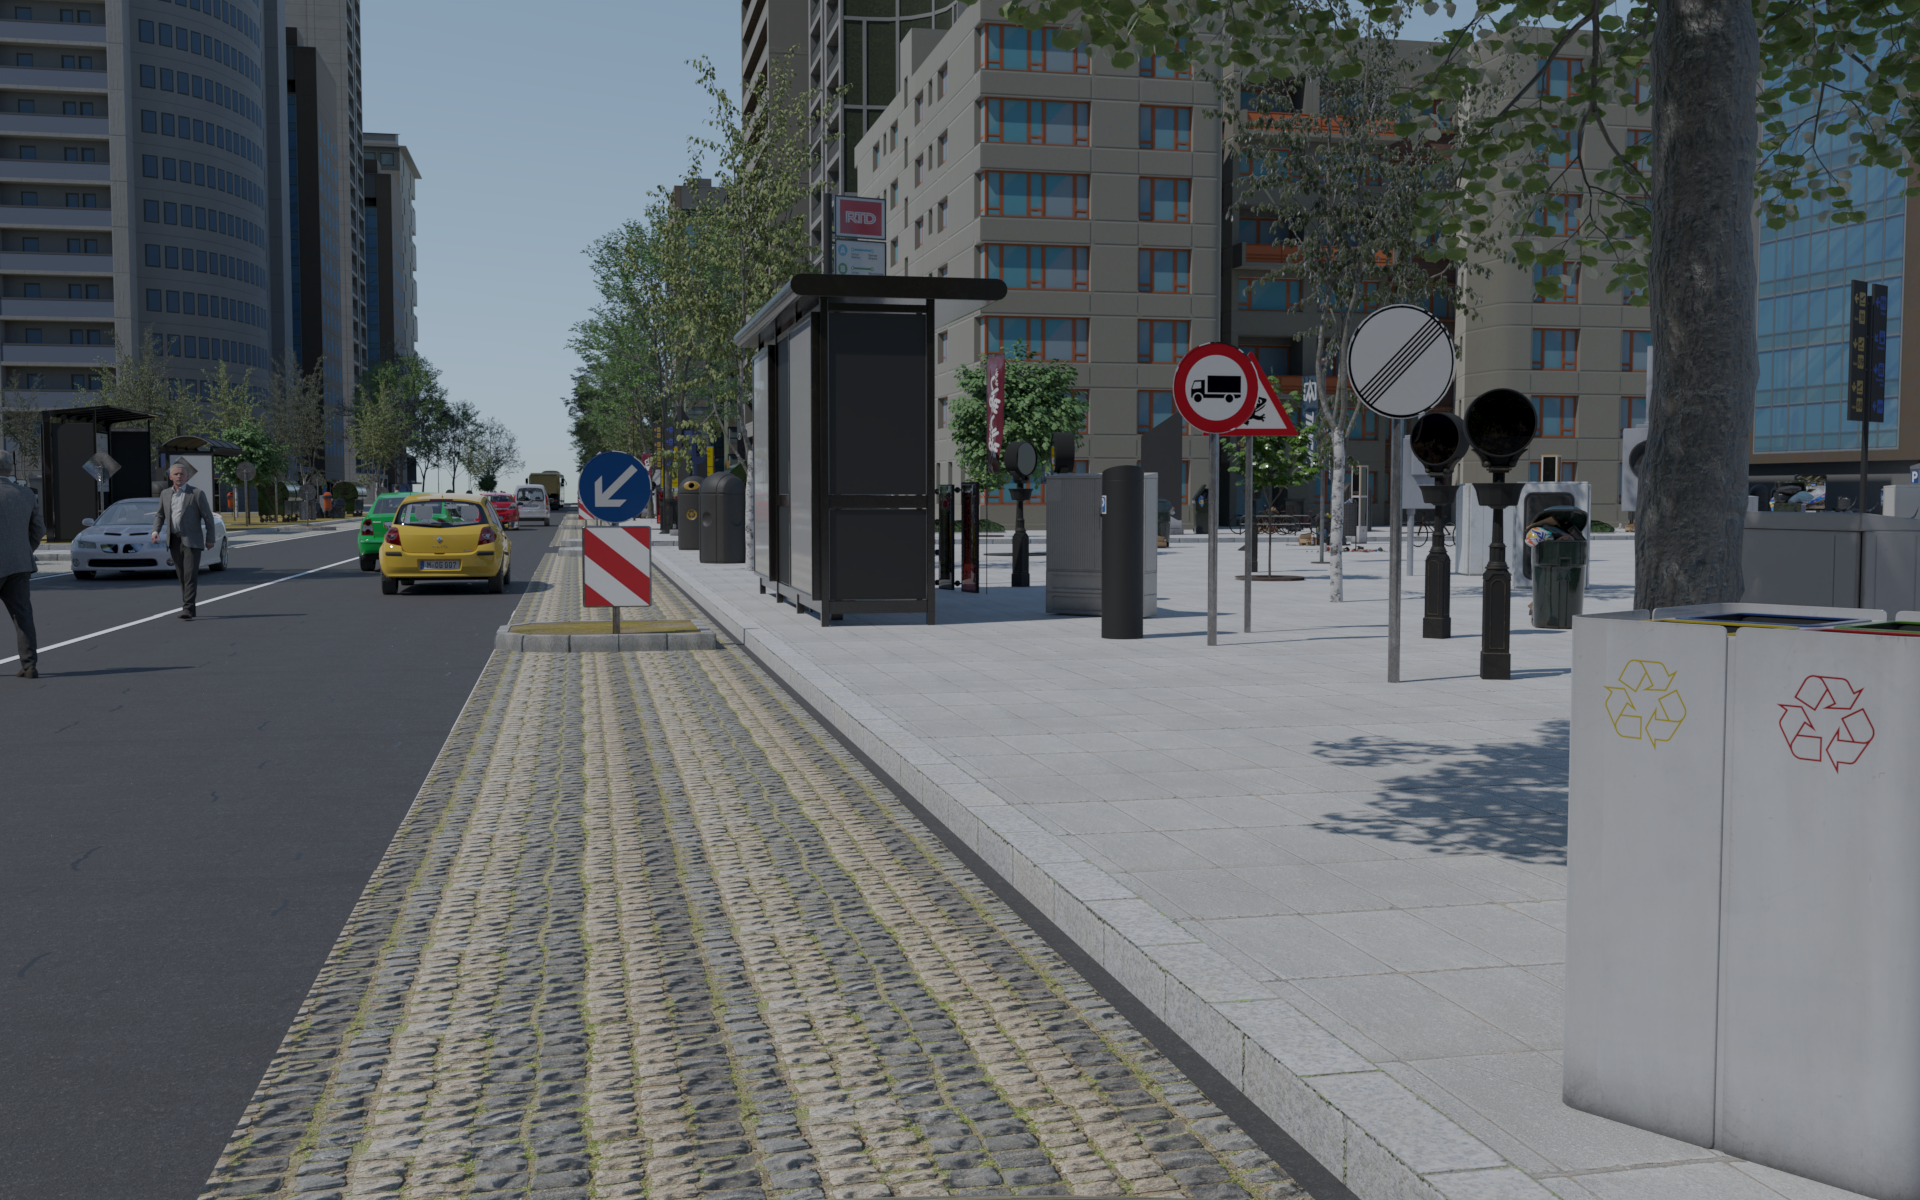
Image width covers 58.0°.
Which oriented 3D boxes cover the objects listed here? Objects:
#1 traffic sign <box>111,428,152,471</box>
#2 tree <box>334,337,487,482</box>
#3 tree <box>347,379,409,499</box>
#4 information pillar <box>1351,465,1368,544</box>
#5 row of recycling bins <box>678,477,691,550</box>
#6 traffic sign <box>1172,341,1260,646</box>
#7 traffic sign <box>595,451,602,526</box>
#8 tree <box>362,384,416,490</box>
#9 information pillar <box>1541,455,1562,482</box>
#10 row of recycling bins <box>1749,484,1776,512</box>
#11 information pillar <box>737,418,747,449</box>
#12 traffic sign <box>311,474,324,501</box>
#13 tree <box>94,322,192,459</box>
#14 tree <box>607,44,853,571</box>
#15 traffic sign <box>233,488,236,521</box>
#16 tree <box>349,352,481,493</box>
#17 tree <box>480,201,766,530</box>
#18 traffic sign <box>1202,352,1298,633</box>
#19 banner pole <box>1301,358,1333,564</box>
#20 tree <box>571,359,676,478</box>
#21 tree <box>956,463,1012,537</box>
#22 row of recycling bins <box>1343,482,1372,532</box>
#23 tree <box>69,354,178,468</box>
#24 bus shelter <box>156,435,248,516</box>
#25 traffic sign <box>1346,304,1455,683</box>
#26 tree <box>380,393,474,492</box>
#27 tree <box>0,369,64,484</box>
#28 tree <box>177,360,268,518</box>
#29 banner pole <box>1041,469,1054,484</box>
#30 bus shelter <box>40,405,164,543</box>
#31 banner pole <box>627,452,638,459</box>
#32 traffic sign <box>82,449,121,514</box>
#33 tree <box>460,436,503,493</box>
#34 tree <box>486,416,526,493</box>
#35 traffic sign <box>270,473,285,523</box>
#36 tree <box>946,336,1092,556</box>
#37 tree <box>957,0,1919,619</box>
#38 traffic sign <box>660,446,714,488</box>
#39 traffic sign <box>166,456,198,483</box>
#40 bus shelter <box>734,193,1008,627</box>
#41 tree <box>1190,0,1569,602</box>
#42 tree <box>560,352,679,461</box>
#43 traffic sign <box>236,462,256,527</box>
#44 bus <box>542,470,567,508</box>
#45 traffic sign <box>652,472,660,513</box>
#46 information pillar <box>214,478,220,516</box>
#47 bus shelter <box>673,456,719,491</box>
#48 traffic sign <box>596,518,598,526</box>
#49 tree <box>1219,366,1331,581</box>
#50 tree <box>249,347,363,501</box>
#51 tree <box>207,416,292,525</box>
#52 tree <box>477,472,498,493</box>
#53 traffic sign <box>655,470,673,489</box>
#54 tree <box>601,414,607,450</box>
[{"bbox_3d":[-25.981,-3.626,53.151,2.265,3.308,0.079,0,4,-4],"label":"traffic sign"},{"bbox_3d":[-44.111,-13.808,136.129,12.009,13.543,11.850,0,3,0],"label":"tree"},{"bbox_3d":[-37.424,-9.823,110.966,4.737,8.622,4.395,0,3,0],"label":"tree"},{"bbox_3d":[10.290,-2.454,44.612,0.304,2.012,0.304,-2,4,-35],"label":"information pillar"},{"bbox_3d":[-4.948,-1.957,39.111,3.534,1.692,1.069,2,4,33],"label":"row of recycling bins"},{"bbox_3d":[2.134,-0.885,14.583,0.768,2.556,0.104,-1,4,-12],"label":"traffic sign"},{"bbox_3d":[-8.432,-2.262,40.632,0.795,2.450,0.064,-1,4,-12],"label":"traffic sign"},{"bbox_3d":[-38.780,-10.151,116.326,4.360,8.622,3.978,0,3,0],"label":"tree"},{"bbox_3d":[11.114,-1.719,32.602,0.304,2.012,0.304,2,4,32],"label":"information pillar"},{"bbox_3d":[46.149,-5.567,98.127,1.069,1.692,3.534,-1,4,-13],"label":"row of recycling bins"},{"bbox_3d":[-6.715,-3.796,53.419,0.183,3.616,0.504,-3,4,-38],"label":"information pillar"},{"bbox_3d":[-40.057,-6.602,108.044,0.768,2.556,0.104,0,4,-8],"label":"traffic sign"},{"bbox_3d":[-35.384,-7.603,74.666,4.360,8.622,3.978,0,3,0],"label":"tree"},{"bbox_3d":[-3.579,-4.798,28.815,4.737,8.622,4.395,0,3,0],"label":"tree"},{"bbox_3d":[-34.466,-5.023,82.229,0.768,2.556,0.104,0,4,-8],"label":"traffic sign"},{"bbox_3d":[-40.691,-12.259,126.187,9.928,11.665,9.643,0,3,0],"label":"tree"},{"bbox_3d":[-10.415,-8.319,61.772,9.928,11.665,9.643,0,3,0],"label":"tree"},{"bbox_3d":[2.659,-0.975,15.951,0.884,2.594,0.081,0,4,-4],"label":"traffic sign"},{"bbox_3d":[6.580,-2.575,32.115,0.401,3.779,0.863,-2,4,-28],"label":"banner pole"},{"bbox_3d":[-22.430,-11.077,115.523,7.601,10.594,8.767,0,4,-3],"label":"tree"},{"bbox_3d":[0.854,-3.498,51.787,1.663,3.219,1.824,0,3,0],"label":"tree"},{"bbox_3d":[13.594,-3.247,60.197,1.069,1.692,3.534,0,4,4],"label":"row of recycling bins"},{"bbox_3d":[-43.985,-8.566,90.417,4.737,8.622,4.395,0,3,0],"label":"tree"},{"bbox_3d":[-27.088,-4.173,62.146,2.014,3.302,5.546,-1,4,-12],"label":"bus shelter"},{"bbox_3d":[2.953,-0.710,11.716,0.768,2.556,0.104,-1,4,-9],"label":"traffic sign"},{"bbox_3d":[-46.467,-13.155,149.492,8.767,10.594,7.601,-1,4,-23],"label":"tree"},{"bbox_3d":[-55.576,-9.355,103.321,4.360,8.622,3.978,0,3,0],"label":"tree"},{"bbox_3d":[-39.429,-8.792,94.106,4.737,8.622,4.395,0,3,0],"label":"tree"},{"bbox_3d":[2.785,-3.817,52.417,0.863,3.779,0.401,-2,4,-32],"label":"banner pole"},{"bbox_3d":[-23.878,-3.497,48.464,1.731,3.624,6.357,-1,4,-12],"label":"bus shelter"},{"bbox_3d":[-19.781,-6.994,104.375,0.863,3.779,0.401,-1,4,-14],"label":"banner pole"},{"bbox_3d":[-18.978,-2.122,38.331,0.795,2.450,0.064,-1,4,-12],"label":"traffic sign"},{"bbox_3d":[-57.984,-15.648,206.208,4.737,8.622,4.395,0,3,0],"label":"tree"},{"bbox_3d":[-73.104,-21.972,269.607,12.009,13.543,11.850,0,3,0],"label":"tree"},{"bbox_3d":[-30.267,-4.683,76.675,0.768,2.556,0.104,0,4,-7],"label":"traffic sign"},{"bbox_3d":[1.177,-3.207,36.141,4.285,4.588,4.351,0,3,0],"label":"tree"},{"bbox_3d":[2.154,-5.317,5.064,7.486,12.596,7.792,0,3,0],"label":"tree"},{"bbox_3d":[-11.602,-4.881,73.674,2.265,3.308,0.079,-1,4,-11],"label":"traffic sign"},{"bbox_3d":[-20.701,-2.599,46.128,0.795,2.450,0.064,-1,4,-12],"label":"traffic sign"},{"bbox_3d":[-1.488,-2.645,20.871,2.179,5.291,8.768,-1,4,-13],"label":"bus shelter"},{"bbox_3d":[4.702,-4.282,20.367,4.360,8.622,3.978,0,3,0],"label":"tree"},{"bbox_3d":[-26.232,-13.975,135.148,9.857,13.997,8.962,0,3,0],"label":"tree"},{"bbox_3d":[-28.147,-4.170,68.279,0.768,2.556,0.104,0,4,-3],"label":"traffic sign"},{"bbox_3d":[-42.696,-11.556,180.494,2.896,3.916,12.252,-1,4,-10],"label":"bus"},{"bbox_3d":[-17.723,-6.170,100.986,0.768,2.556,0.104,-1,4,-11],"label":"traffic sign"},{"bbox_3d":[-34.553,-4.643,80.412,0.304,2.012,0.304,-3,5,-39],"label":"information pillar"},{"bbox_3d":[-12.374,-5.273,80.144,2.014,3.302,5.546,-1,4,-12],"label":"bus shelter"},{"bbox_3d":[-10.156,-2.739,48.429,0.795,2.450,0.064,-1,4,-12],"label":"traffic sign"},{"bbox_3d":[4.520,-1.905,25.745,1.663,3.219,1.824,0,3,0],"label":"tree"},{"bbox_3d":[-32.696,-8.303,86.118,4.360,8.622,3.978,0,3,0],"label":"tree"},{"bbox_3d":[-29.838,-5.423,72.384,4.285,4.588,4.351,0,3,0],"label":"tree"},{"bbox_3d":[-69.605,-16.601,255.136,4.285,4.588,4.351,0,3,0],"label":"tree"},{"bbox_3d":[-17.915,-6.734,103.968,2.265,3.308,0.079,-1,4,-9],"label":"traffic sign"},{"bbox_3d":[-20.616,-9.648,108.107,4.737,8.622,4.395,0,3,0],"label":"tree"}]
